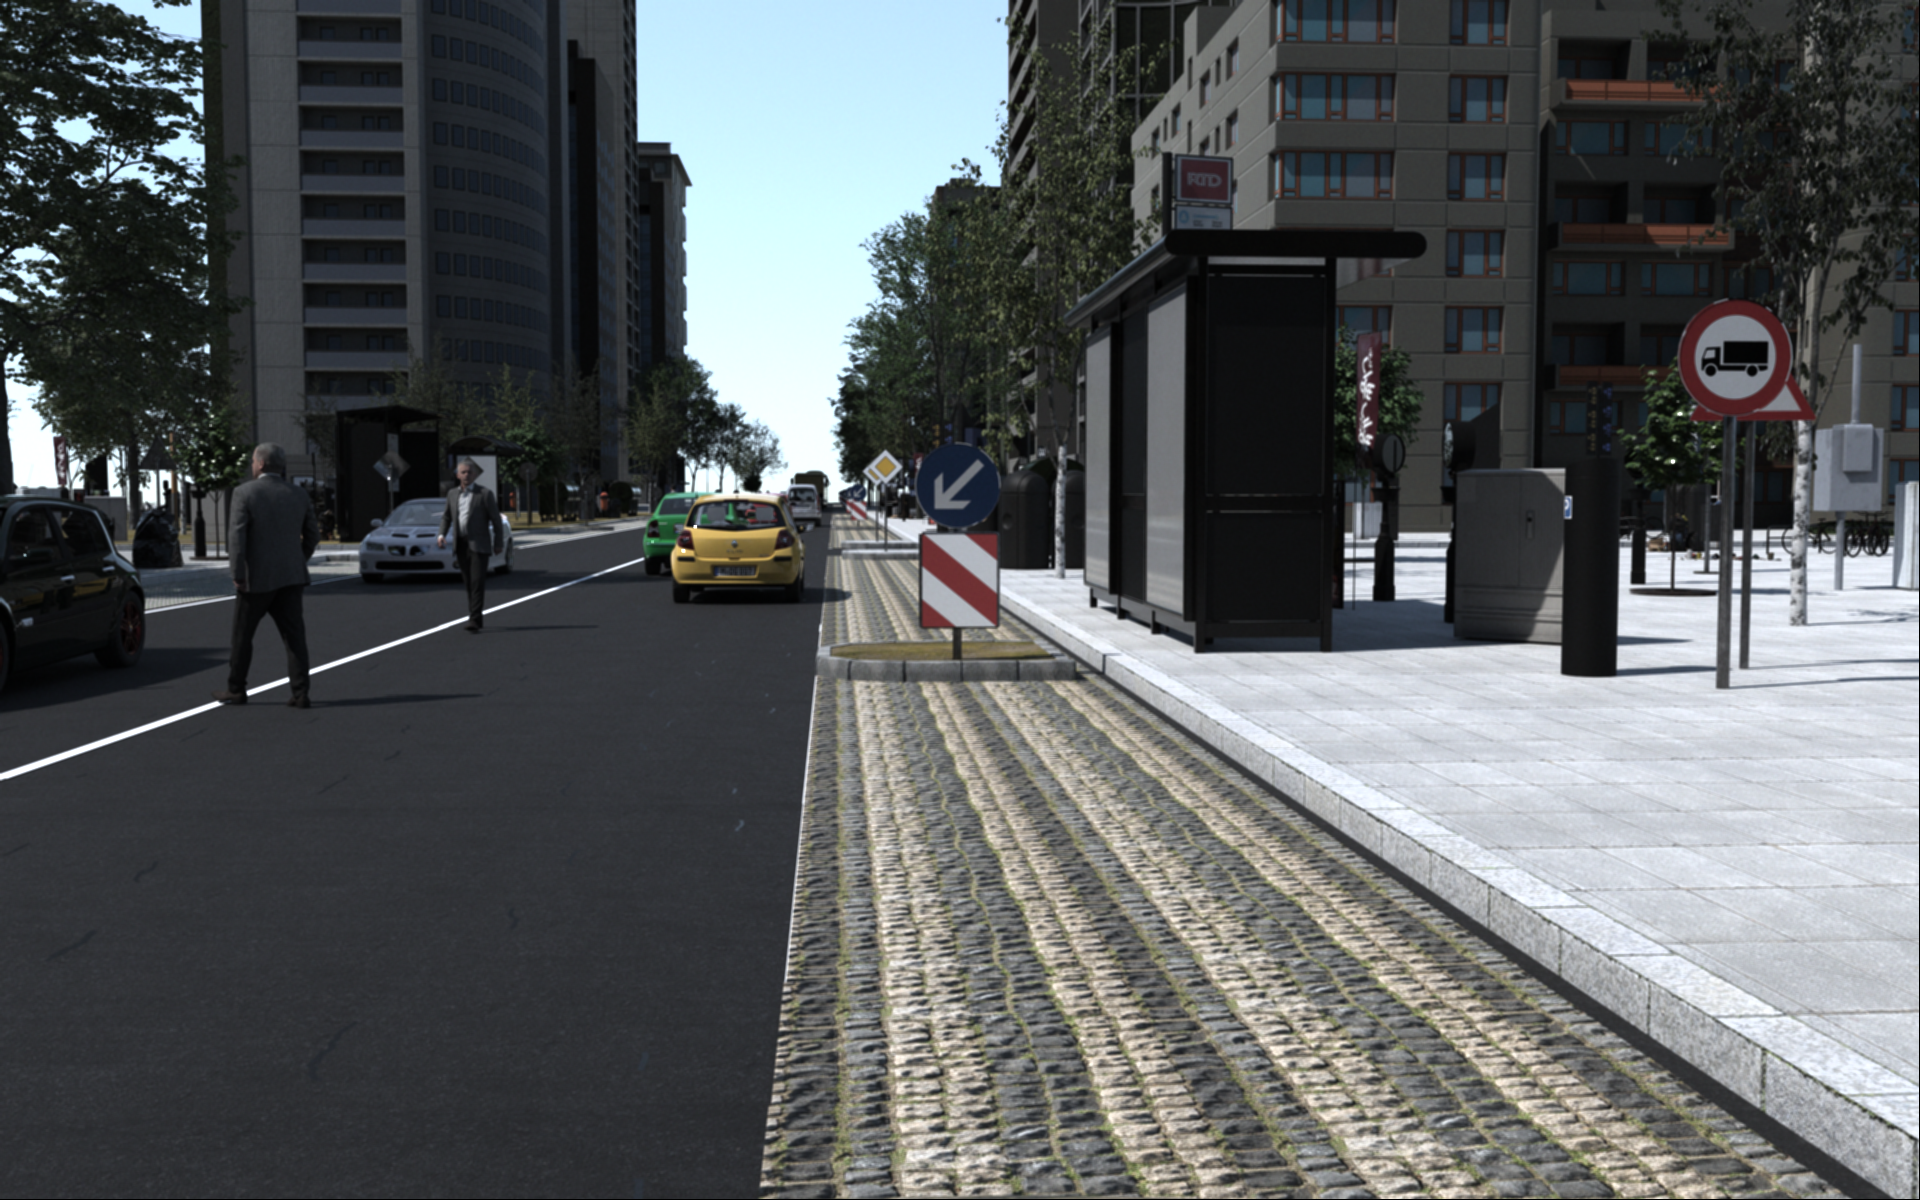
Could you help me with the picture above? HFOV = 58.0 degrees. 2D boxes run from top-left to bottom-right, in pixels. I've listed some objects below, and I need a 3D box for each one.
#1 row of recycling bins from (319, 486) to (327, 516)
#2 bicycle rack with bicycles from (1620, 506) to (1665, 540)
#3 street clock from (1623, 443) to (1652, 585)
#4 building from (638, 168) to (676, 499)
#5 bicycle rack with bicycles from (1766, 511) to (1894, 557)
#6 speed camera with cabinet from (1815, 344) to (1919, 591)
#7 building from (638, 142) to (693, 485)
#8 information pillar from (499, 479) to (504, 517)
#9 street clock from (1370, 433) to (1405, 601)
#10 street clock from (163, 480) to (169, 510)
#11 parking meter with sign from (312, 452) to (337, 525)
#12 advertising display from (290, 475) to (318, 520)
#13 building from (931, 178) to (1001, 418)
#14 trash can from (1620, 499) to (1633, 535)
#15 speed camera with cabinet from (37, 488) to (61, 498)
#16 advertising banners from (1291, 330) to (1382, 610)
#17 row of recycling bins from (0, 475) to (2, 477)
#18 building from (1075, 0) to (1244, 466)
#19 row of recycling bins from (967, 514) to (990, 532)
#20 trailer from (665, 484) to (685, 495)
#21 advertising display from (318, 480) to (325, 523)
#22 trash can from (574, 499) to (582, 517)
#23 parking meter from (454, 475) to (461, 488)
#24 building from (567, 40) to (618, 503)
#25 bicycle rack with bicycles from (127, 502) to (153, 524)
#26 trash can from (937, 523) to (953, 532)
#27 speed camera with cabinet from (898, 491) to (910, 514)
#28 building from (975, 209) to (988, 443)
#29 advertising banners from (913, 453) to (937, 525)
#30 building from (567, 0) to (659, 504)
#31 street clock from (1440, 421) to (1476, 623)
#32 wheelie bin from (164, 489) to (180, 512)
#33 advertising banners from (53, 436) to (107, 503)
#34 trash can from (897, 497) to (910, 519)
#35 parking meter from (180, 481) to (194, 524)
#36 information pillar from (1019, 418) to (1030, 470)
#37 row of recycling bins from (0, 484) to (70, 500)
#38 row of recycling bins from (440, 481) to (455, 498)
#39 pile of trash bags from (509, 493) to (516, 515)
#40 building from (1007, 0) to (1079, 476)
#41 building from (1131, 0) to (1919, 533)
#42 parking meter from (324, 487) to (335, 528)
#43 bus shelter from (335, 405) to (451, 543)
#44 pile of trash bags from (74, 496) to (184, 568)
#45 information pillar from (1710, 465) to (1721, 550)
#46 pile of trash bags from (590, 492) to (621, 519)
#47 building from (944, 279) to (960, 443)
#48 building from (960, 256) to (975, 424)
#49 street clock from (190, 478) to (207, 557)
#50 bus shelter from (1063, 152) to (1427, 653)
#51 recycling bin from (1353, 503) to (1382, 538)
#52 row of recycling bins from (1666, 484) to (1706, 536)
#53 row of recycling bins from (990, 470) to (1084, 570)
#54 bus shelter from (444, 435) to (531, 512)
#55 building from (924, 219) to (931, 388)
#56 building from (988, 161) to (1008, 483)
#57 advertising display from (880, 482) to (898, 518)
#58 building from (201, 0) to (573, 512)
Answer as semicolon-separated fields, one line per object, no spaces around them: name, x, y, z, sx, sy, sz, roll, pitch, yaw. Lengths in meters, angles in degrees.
row of recycling bins;-31.599;-4.850;86.405;1.069;1.692;3.534;0;4;2
bicycle rack with bicycles;18.448;-2.228;49.816;2.925;0.926;2.852;3;4;37
street clock;9.656;-1.225;24.606;0.471;2.002;0.358;1;4;18
building;-47.298;-36.148;241.127;14.600;45.320;14.200;0;4;-4
bicycle rack with bicycles;18.636;-1.417;36.558;2.925;0.926;2.852;-2;4;-28
speed camera with cabinet;12.554;-1.759;23.095;2.038;3.252;0.660;0;4;5
building;-55.619;-41.135;261.789;28.713;52.752;27.495;0;4;-4
information pillar;-21.750;-4.727;81.775;0.304;2.012;0.304;-2;4;-31
street clock;5.096;-0.990;20.763;0.471;2.002;0.358;-3;5;-41
street clock;-41.378;-5.242;90.277;0.358;2.002;0.471;-2;4;-29
parking meter with sign;-26.189;-4.672;72.642;1.738;3.016;0.543;-1;4;-15
advertising display;-22.831;-3.363;60.196;0.123;1.923;0.974;2;4;27
building;3.154;-36.398;245.217;14.600;45.320;14.200;0;4;-4
trash can;20.711;-2.603;54.217;0.748;1.137;0.748;0;3;0
speed camera with cabinet;-25.442;-3.212;46.854;0.660;3.252;2.038;2;4;27
advertising banners;4.193;-1.426;19.508;0.090;3.025;2.074;-1;4;-16
row of recycling bins;-14.584;-1.023;23.842;3.534;1.692;1.069;1;4;18
building;16.895;-41.050;109.420;20.563;71.187;20.611;0;4;-4
row of recycling bins;1.568;-1.806;36.640;3.534;1.692;1.069;3;5;42
trailer;-16.824;-5.811;102.057;1.471;1.999;3.904;0;4;-5
advertising display;-29.068;-4.450;77.966;0.974;1.923;0.123;-2;4;-32
trash can;-21.044;-5.138;95.659;0.748;1.137;0.748;0;3;0
parking meter;-15.604;-2.967;54.229;0.399;1.863;0.255;-1;4;-21
building;-42.642;-32.112;175.146;14.600;45.320;14.200;0;4;-4
bicycle rack with bicycles;-35.277;-3.700;73.883;2.852;0.926;2.925;0;4;6
trash can;-0.444;-2.707;55.907;0.748;1.137;0.748;0;3;0
speed camera with cabinet;-2.580;-6.550;101.422;2.038;3.252;0.660;1;4;18
building;9.364;-24.154;166.611;14.160;30.474;14.107;0;4;-4
advertising banners;-1.096;-4.680;72.712;2.074;3.025;0.090;2;4;31
building;-49.864;-47.963;222.451;20.563;71.187;20.611;0;4;-4
street clock;4.950;-0.775;17.240;0.358;2.002;0.471;0;4;3
wheelie bin;-45.385;-5.630;99.958;0.693;1.594;0.980;2;4;28
advertising banners;-26.382;-3.408;51.914;2.074;3.025;0.090;1;4;22
trash can;-2.946;-4.817;90.407;0.748;1.137;0.748;0;3;0
parking meter;-32.745;-4.134;73.302;0.399;1.863;0.255;1;4;18
information pillar;1.898;-3.651;51.052;0.183;3.616;0.504;-2;4;-29
row of recycling bins;-49.935;-5.280;93.443;3.534;1.692;1.069;-1;4;-19
row of recycling bins;-16.798;-3.023;56.544;1.069;1.692;3.534;-1;4;-21
pile of trash bags;-28.003;-5.719;103.257;3.447;1.369;1.912;-1;4;-21
building;15.364;-31.238;134.450;21.300;48.544;21.600;0;4;-4
building;23.666;-13.831;71.170;28.899;21.520;27.650;0;4;-4
parking meter;-23.940;-3.509;65.776;0.372;1.533;0.369;0;3;0
bus shelter;-15.802;-3.507;48.623;1.731;3.624;6.357;0;4;-4
pile of trash bags;-15.417;-1.265;30.432;3.447;1.369;1.912;-1;4;-10
information pillar;17.444;-2.165;39.887;0.304;2.012;0.304;-2;4;-27
pile of trash bags;-18.871;-5.003;91.552;1.912;1.369;3.447;-1;4;-16
building;4.774;-28.106;231.235;14.160;30.474;14.107;0;4;-4
building;7.875;-25.023;180.833;14.160;30.474;14.107;0;4;-4
street clock;-15.578;-1.890;35.467;0.358;2.002;0.471;-3;4;-36
bus shelter;2.369;-2.475;18.092;2.179;5.291;8.768;0;4;-4
recycling bin;12.006;-2.345;50.895;0.722;1.027;0.722;0;4;-5
row of recycling bins;22.966;-2.919;54.833;1.069;1.692;3.534;1;4;12
row of recycling bins;2.407;-1.405;30.083;3.534;1.692;1.069;-1;4;-18
bus shelter;-17.001;-4.202;62.624;2.014;3.302;5.546;0;4;-4
building;5.882;-37.469;267.235;22.147;44.769;28.867;0;4;-4
building;10.363;-23.294;152.565;14.160;30.474;14.107;0;4;-4
advertising display;-3.853;-5.432;94.030;0.974;1.923;0.123;0;4;-8
building;-42.607;-36.095;132.158;21.231;58.520;28.212;0;4;-4
